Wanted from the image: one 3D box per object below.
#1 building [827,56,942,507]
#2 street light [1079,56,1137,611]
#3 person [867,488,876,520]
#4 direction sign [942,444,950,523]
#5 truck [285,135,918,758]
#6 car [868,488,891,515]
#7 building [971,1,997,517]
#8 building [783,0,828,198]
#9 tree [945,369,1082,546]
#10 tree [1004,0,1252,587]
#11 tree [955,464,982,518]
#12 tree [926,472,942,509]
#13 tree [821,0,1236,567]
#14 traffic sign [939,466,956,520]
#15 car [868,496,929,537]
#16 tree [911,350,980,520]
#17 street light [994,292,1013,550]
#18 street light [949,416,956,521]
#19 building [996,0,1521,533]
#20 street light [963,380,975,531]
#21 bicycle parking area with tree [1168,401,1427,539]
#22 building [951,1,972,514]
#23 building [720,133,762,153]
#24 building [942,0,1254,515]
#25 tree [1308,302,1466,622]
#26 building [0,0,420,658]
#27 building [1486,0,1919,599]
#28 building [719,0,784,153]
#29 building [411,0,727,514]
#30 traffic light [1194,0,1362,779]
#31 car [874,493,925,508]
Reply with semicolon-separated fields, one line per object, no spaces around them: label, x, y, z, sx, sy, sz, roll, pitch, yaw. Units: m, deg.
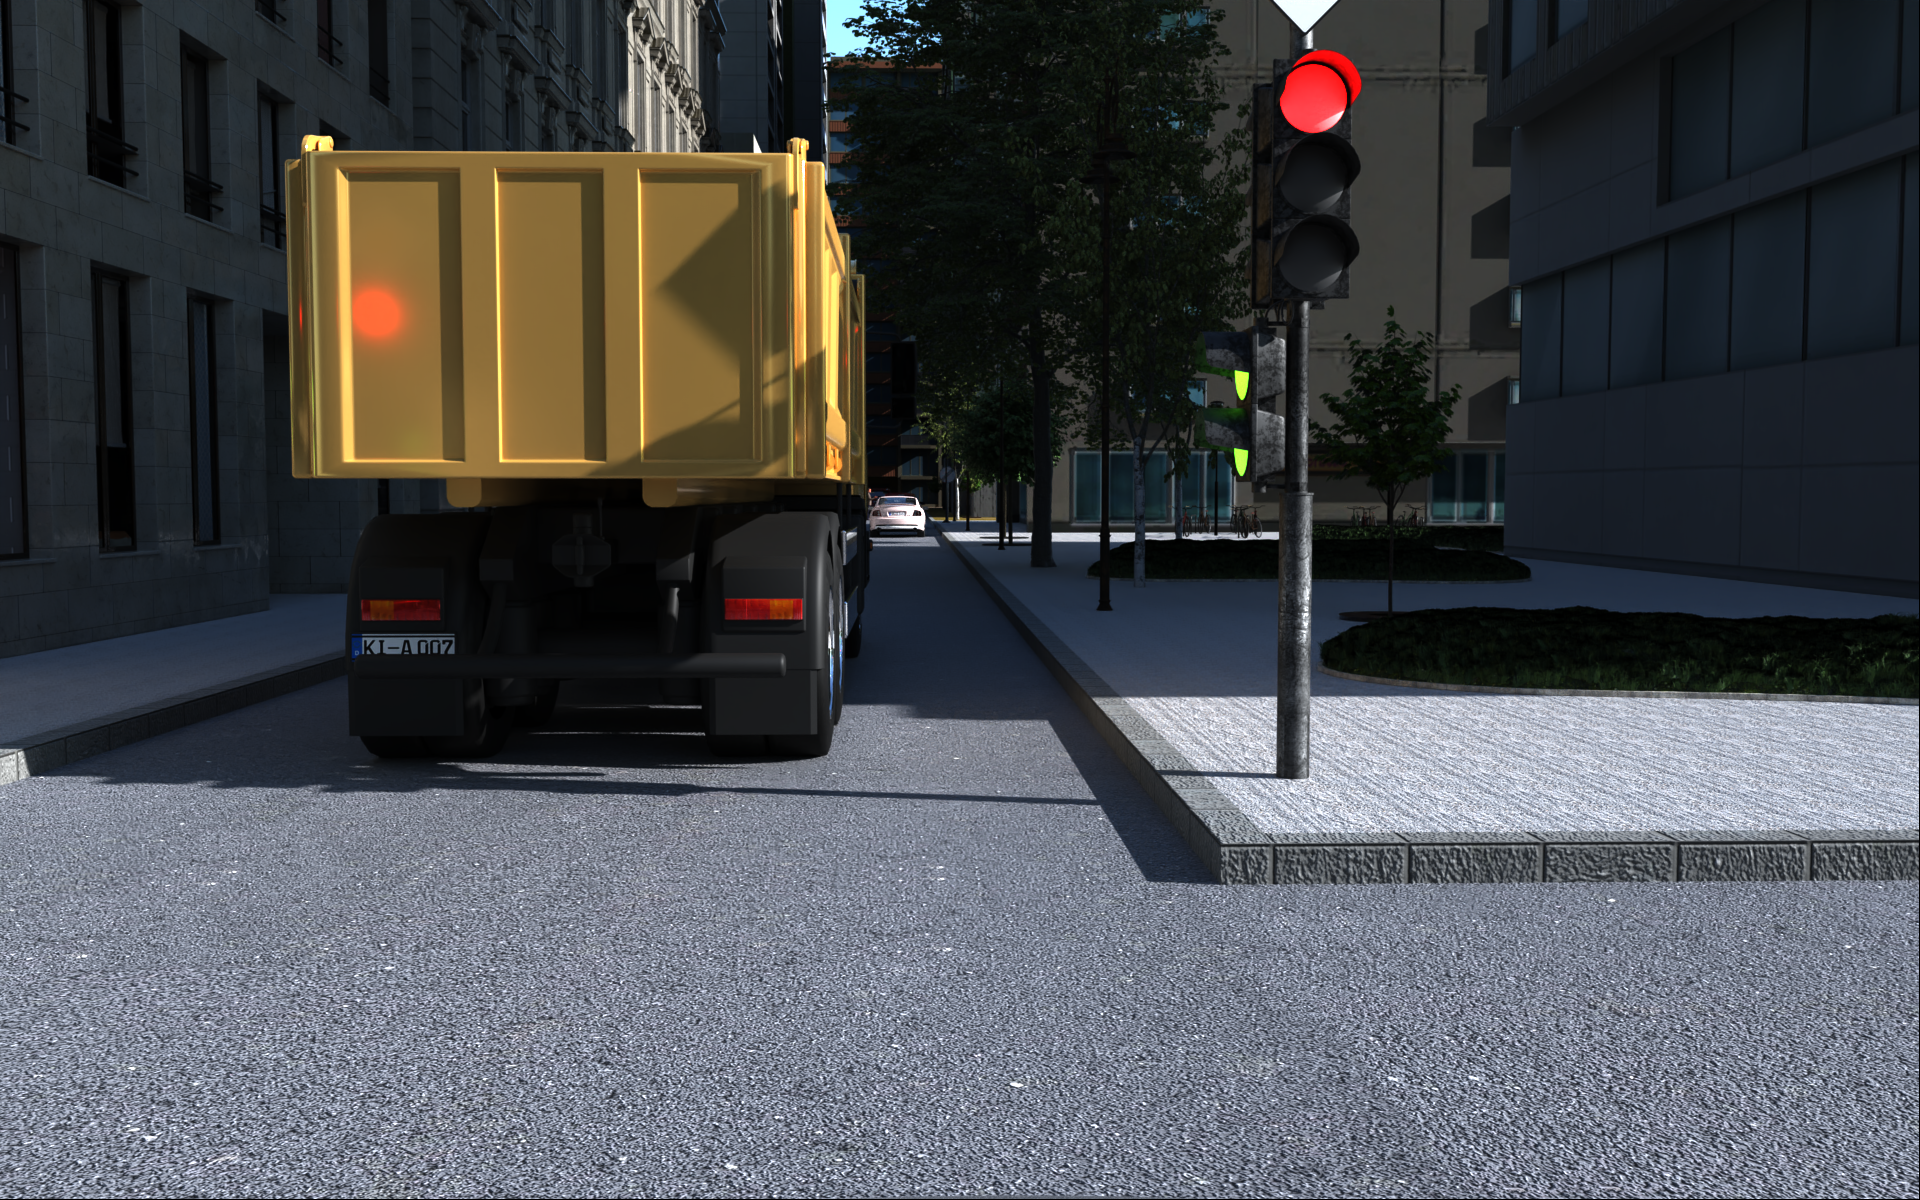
building;-10.396;-31.921;176.533;28.867;44.769;22.147;0;4;-2
street light;1.594;-2.821;18.914;0.468;5.910;1.993;0;4;-2
person;-4.833;-5.234;94.600;0.750;1.759;0.617;0;4;7
direction sign;-0.619;-5.229;77.491;0.379;3.537;0.876;0;4;1
truck;-2.044;-1.047;13.042;3.469;3.379;9.791;0;4;-1
car;-5.113;-6.131;108.911;2.281;1.827;5.304;0;4;-1
building;7.568;-20.155;101.235;14.160;30.474;14.107;0;4;-2
building;-25.390;-36.925;145.729;28.212;58.520;21.231;0;4;-2
tree;1.353;-3.643;43.280;4.285;4.588;4.351;0;3;0
tree;2.511;-4.465;23.367;4.737;8.622;4.395;0;3;0
tree;0.498;-6.018;93.000;1.663;3.219;1.824;0;3;0
tree;-2.249;-9.606;151.664;1.663;3.219;1.824;0;3;0
tree;1.029;-6.853;30.172;7.486;12.596;7.792;0;3;0
traffic sign;-0.575;-4.884;79.965;0.768;2.556;0.104;0;4;4
car;-2.110;-2.846;58.896;2.083;1.381;4.827;0;4;-1
tree;-0.221;-8.297;86.022;4.737;8.622;4.395;0;3;0
street light;0.955;-4.090;39.664;0.468;5.910;1.993;0;4;-2
street light;-0.265;-6.661;81.691;0.468;5.910;1.993;0;4;-2
building;12.594;-27.099;66.778;21.300;48.544;21.600;0;4;-2
street light;0.273;-5.359;60.412;0.468;5.910;1.993;0;4;-2
bicycle parking area with tree;10.527;-4.041;53.077;8.231;4.147;9.016;2;4;26
building;6.387;-26.394;115.143;14.154;41.232;14.086;0;4;-2
building;-24.133;-15.421;97.174;27.650;21.520;28.899;0;4;-2
building;9.499;-31.139;132.831;21.300;48.544;21.600;0;4;-2
tree;4.269;-1.409;17.642;1.663;3.219;1.824;0;3;0
building;-12.748;-9.862;15.990;10.420;20.320;16.860;0;4;-2
building;23.896;-26.389;20.706;27.495;52.752;28.713;0;4;-2
building;-20.665;-41.727;120.482;20.563;71.187;20.611;0;4;-2
building;-16.398;-16.518;46.477;17.030;29.872;44.131;0;4;-2
traffic light;1.492;-1.151;7.746;0.839;4.253;0.868;0;4;-2
car;-2.520;-3.891;72.651;2.155;1.783;4.494;0;4;-3
